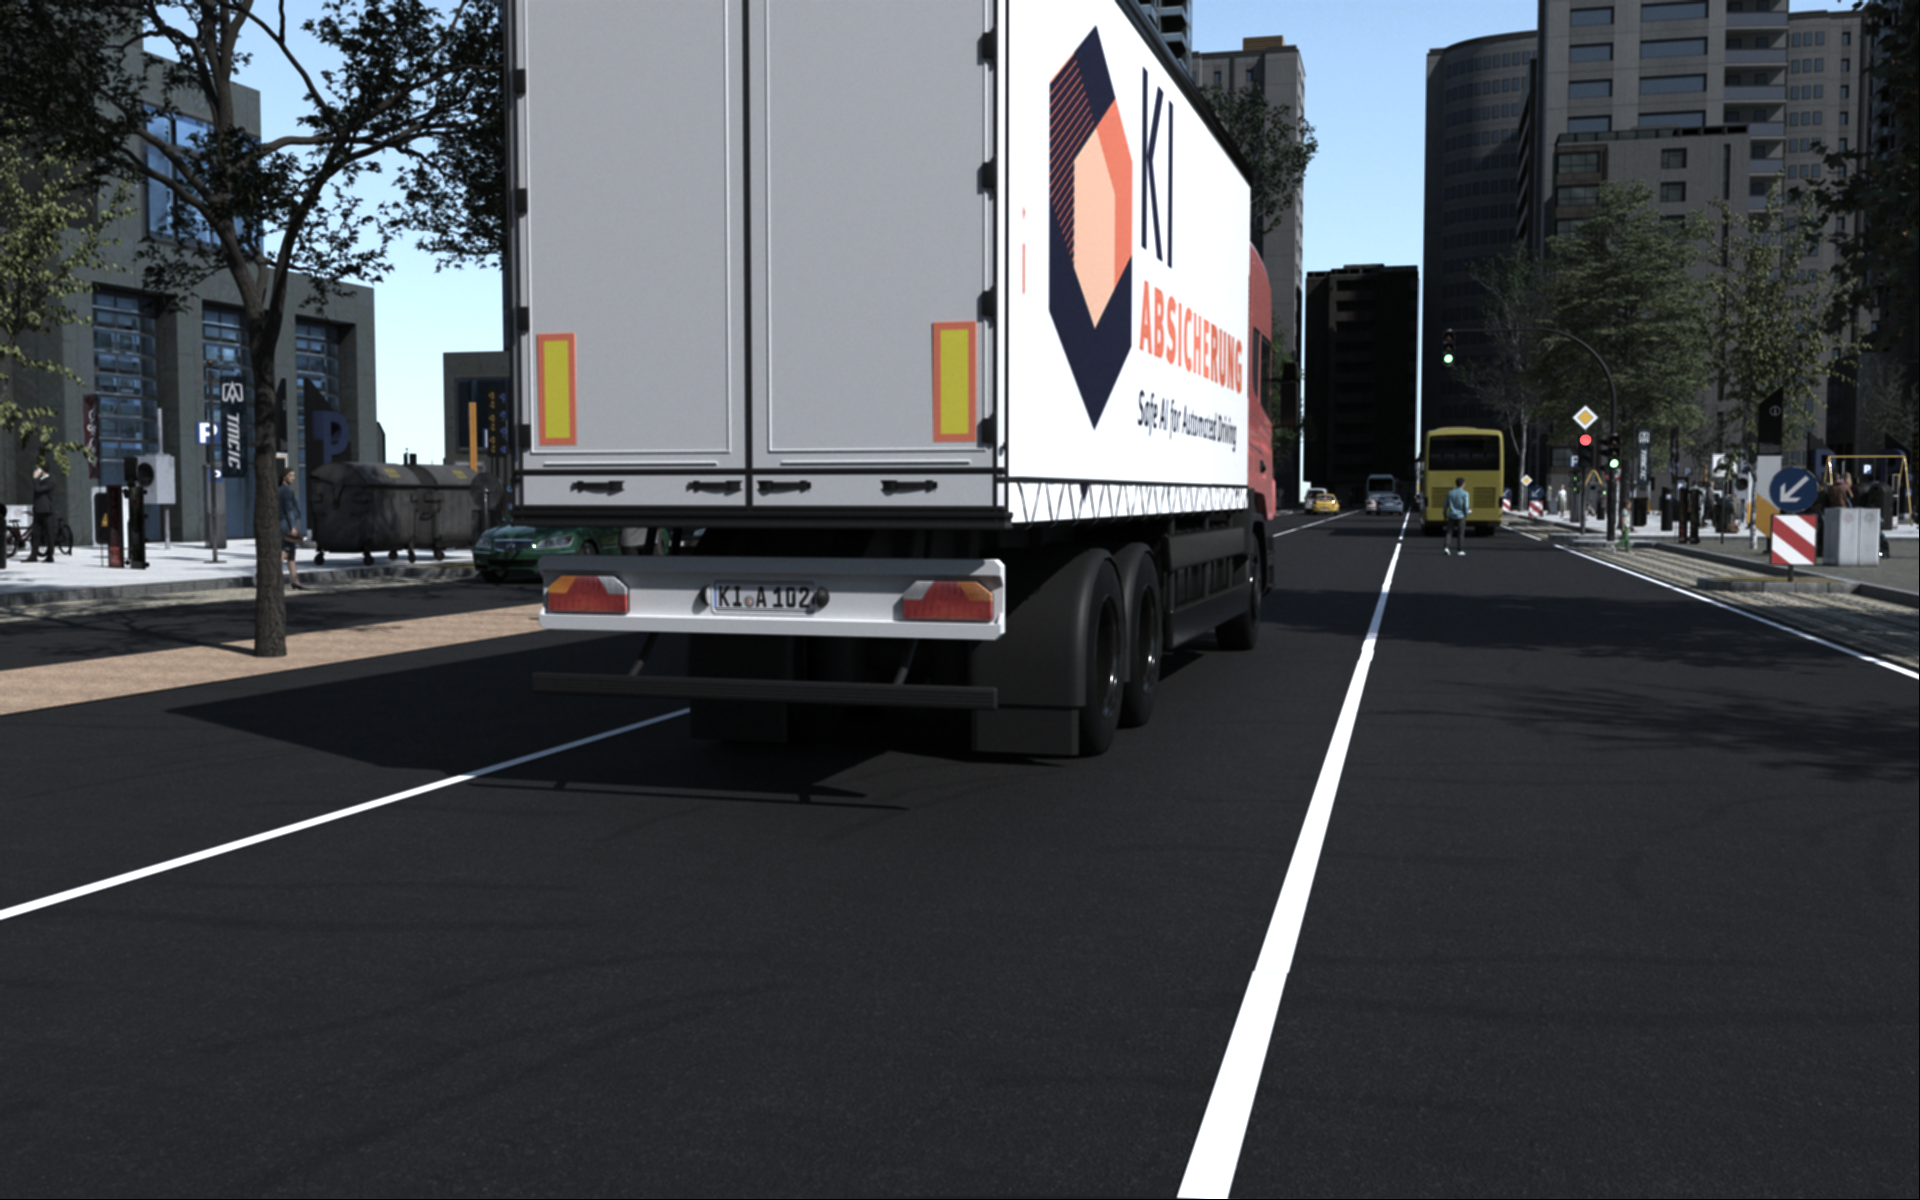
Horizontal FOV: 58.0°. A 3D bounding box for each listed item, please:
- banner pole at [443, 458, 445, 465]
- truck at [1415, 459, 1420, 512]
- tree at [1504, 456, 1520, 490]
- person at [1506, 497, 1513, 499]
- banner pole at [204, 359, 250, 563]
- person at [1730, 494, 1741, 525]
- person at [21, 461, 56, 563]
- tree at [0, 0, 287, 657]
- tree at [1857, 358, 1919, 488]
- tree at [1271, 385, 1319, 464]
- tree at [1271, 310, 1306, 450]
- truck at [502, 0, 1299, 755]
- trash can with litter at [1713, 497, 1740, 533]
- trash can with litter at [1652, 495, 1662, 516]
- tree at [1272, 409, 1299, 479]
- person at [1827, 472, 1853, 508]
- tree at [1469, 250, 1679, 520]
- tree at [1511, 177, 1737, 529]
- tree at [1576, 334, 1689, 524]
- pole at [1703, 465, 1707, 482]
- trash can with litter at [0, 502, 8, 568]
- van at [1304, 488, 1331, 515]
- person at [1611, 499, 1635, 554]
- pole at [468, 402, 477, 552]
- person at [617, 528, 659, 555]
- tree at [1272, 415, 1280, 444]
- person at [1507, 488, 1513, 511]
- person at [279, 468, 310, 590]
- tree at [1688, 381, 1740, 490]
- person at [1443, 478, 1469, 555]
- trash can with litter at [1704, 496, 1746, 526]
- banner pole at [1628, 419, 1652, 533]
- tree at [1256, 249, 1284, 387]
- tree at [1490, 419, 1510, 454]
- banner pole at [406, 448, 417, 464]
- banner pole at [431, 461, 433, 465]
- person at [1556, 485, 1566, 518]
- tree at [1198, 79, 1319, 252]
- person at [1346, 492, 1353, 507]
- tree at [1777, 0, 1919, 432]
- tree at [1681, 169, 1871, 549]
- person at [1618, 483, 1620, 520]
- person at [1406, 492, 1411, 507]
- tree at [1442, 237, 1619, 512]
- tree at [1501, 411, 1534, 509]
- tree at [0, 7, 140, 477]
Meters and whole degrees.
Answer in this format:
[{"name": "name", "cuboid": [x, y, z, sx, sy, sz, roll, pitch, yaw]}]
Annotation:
[{"name": "banner pole", "cuboid": [-31.149, -7.084, 105.833, 0.863, 3.779, 0.401, -1, 4, -8]}, {"name": "truck", "cuboid": [38.708, -9.370, 142.117, 2.839, 4.237, 11.283, 1, 4, 16]}, {"name": "tree", "cuboid": [45.458, -9.867, 145.031, 4.285, 4.588, 4.351, 0, 3, 0]}, {"name": "person", "cuboid": [48.978, -9.116, 155.186, 1.348, 1.812, 0.705, -2, 4, -27]}, {"name": "banner pole", "cuboid": [-13.687, -2.585, 32.277, 0.863, 3.779, 0.401, 0, 4, -8]}, {"name": "person", "cuboid": [29.866, -3.457, 66.840, 0.475, 1.303, 0.640, 1, 4, 18]}, {"name": "person", "cuboid": [-17.259, -1.657, 32.491, 0.648, 1.900, 0.474, 2, 4, 29]}, {"name": "tree", "cuboid": [-5.952, -4.793, 15.239, 8.767, 10.594, 7.601, 1, 4, 15]}, {"name": "tree", "cuboid": [50.027, -8.711, 92.790, 4.360, 8.622, 3.978, 0, 3, 0]}, {"name": "tree", "cuboid": [18.437, -10.543, 109.254, 8.767, 10.594, 7.601, 1, 4, 15]}, {"name": "tree", "cuboid": [15.254, -10.257, 95.917, 9.928, 11.665, 9.643, 0, 3, 0]}, {"name": "truck", "cuboid": [0.655, -1.470, 12.946, 2.839, 4.237, 11.283, 1, 4, 16]}, {"name": "trash can with litter", "cuboid": [25.232, -2.781, 56.864, 0.624, 1.170, 1.055, -1, 4, -9]}, {"name": "trash can with litter", "cuboid": [42.054, -5.646, 103.369, 1.678, 1.210, 2.233, -1, 4, -12]}, {"name": "tree", "cuboid": [21.629, -10.241, 120.255, 4.360, 8.622, 3.978, 0, 3, 0]}, {"name": "person", "cuboid": [22.227, -2.302, 43.662, 0.580, 1.828, 0.573, -1, 4, -18]}, {"name": "tree", "cuboid": [30.312, -10.685, 85.076, 12.009, 13.543, 11.850, 0, 3, 0]}, {"name": "tree", "cuboid": [24.132, -8.862, 63.023, 7.486, 12.596, 7.792, 0, 3, 0]}, {"name": "tree", "cuboid": [28.211, -7.531, 73.502, 4.360, 8.622, 3.978, 0, 3, 0]}, {"name": "pole", "cuboid": [53.114, -7.931, 123.515, 0.158, 3.312, 0.155, 0, 3, 0]}, {"name": "trash can with litter", "cuboid": [-16.747, -1.127, 29.819, 0.624, 1.170, 1.055, -2, 4, -29]}, {"name": "van", "cuboid": [25.387, -7.081, 122.787, 2.013, 2.044, 4.112, 1, 4, 16]}, {"name": "person", "cuboid": [15.791, -1.742, 41.231, 0.590, 1.304, 0.306, 0, 4, -3]}, {"name": "pole", "cuboid": [-10.812, -2.731, 38.497, 0.158, 3.312, 0.155, 0, 3, 0]}, {"name": "person", "cuboid": [-3.392, -0.595, 18.406, 0.592, 1.802, 0.473, -3, 4, -36]}, {"name": "tree", "cuboid": [17.065, -9.198, 103.204, 4.737, 8.622, 4.395, 0, 3, 0]}, {"name": "person", "cuboid": [41.867, -7.650, 132.040, 0.530, 1.710, 0.541, 0, 4, 0]}, {"name": "person", "cuboid": [-9.970, -1.042, 25.556, 0.654, 1.822, 0.581, -1, 4, -18]}, {"name": "tree", "cuboid": [45.578, -9.558, 106.630, 4.360, 8.622, 3.978, 0, 3, 0]}, {"name": "person", "cuboid": [11.689, -1.980, 40.898, 0.660, 1.820, 0.620, 3, 4, 37]}, {"name": "trash can with litter", "cuboid": [30.860, -3.626, 70.340, 1.678, 1.210, 2.233, -2, 4, -31]}, {"name": "banner pole", "cuboid": [22.704, -4.152, 57.897, 0.863, 3.779, 0.401, -1, 4, -12]}, {"name": "tree", "cuboid": [6.644, -9.199, 63.229, 12.009, 13.543, 11.850, 0, 3, 0]}, {"name": "tree", "cuboid": [52.190, -13.393, 169.345, 4.360, 8.622, 3.978, 0, 3, 0]}, {"name": "banner pole", "cuboid": [-29.862, -6.373, 94.208, 0.401, 3.779, 0.863, 2, 4, 35]}, {"name": "banner pole", "cuboid": [-39.471, -8.518, 129.281, 0.401, 3.779, 0.863, -3, 5, -41]}, {"name": "person", "cuboid": [32.529, -5.342, 93.618, 0.478, 1.798, 0.641, 3, 5, 44]}, {"name": "tree", "cuboid": [8.707, -13.269, 75.291, 12.611, 20.169, 13.585, 0, 3, 0]}, {"name": "person", "cuboid": [43.465, -11.249, 193.224, 0.742, 1.727, 0.445, 1, 4, 10]}, {"name": "tree", "cuboid": [11.856, -5.951, 14.309, 9.611, 12.733, 9.660, 0, 3, 0]}, {"name": "tree", "cuboid": [18.794, -5.508, 40.418, 4.737, 8.622, 4.395, 0, 3, 0]}, {"name": "person", "cuboid": [29.083, -4.270, 76.037, 0.526, 1.800, 0.537, 3, 5, 40]}, {"name": "person", "cuboid": [51.485, -11.558, 198.934, 0.593, 1.643, 0.415, 1, 4, 9]}, {"name": "tree", "cuboid": [41.623, -16.507, 125.782, 12.611, 20.169, 13.585, 0, 3, 0]}, {"name": "tree", "cuboid": [47.442, -12.149, 149.005, 4.737, 8.622, 4.395, 0, 3, 0]}, {"name": "tree", "cuboid": [-13.595, -4.475, 23.522, 4.737, 8.622, 4.395, 0, 3, 0]}]
